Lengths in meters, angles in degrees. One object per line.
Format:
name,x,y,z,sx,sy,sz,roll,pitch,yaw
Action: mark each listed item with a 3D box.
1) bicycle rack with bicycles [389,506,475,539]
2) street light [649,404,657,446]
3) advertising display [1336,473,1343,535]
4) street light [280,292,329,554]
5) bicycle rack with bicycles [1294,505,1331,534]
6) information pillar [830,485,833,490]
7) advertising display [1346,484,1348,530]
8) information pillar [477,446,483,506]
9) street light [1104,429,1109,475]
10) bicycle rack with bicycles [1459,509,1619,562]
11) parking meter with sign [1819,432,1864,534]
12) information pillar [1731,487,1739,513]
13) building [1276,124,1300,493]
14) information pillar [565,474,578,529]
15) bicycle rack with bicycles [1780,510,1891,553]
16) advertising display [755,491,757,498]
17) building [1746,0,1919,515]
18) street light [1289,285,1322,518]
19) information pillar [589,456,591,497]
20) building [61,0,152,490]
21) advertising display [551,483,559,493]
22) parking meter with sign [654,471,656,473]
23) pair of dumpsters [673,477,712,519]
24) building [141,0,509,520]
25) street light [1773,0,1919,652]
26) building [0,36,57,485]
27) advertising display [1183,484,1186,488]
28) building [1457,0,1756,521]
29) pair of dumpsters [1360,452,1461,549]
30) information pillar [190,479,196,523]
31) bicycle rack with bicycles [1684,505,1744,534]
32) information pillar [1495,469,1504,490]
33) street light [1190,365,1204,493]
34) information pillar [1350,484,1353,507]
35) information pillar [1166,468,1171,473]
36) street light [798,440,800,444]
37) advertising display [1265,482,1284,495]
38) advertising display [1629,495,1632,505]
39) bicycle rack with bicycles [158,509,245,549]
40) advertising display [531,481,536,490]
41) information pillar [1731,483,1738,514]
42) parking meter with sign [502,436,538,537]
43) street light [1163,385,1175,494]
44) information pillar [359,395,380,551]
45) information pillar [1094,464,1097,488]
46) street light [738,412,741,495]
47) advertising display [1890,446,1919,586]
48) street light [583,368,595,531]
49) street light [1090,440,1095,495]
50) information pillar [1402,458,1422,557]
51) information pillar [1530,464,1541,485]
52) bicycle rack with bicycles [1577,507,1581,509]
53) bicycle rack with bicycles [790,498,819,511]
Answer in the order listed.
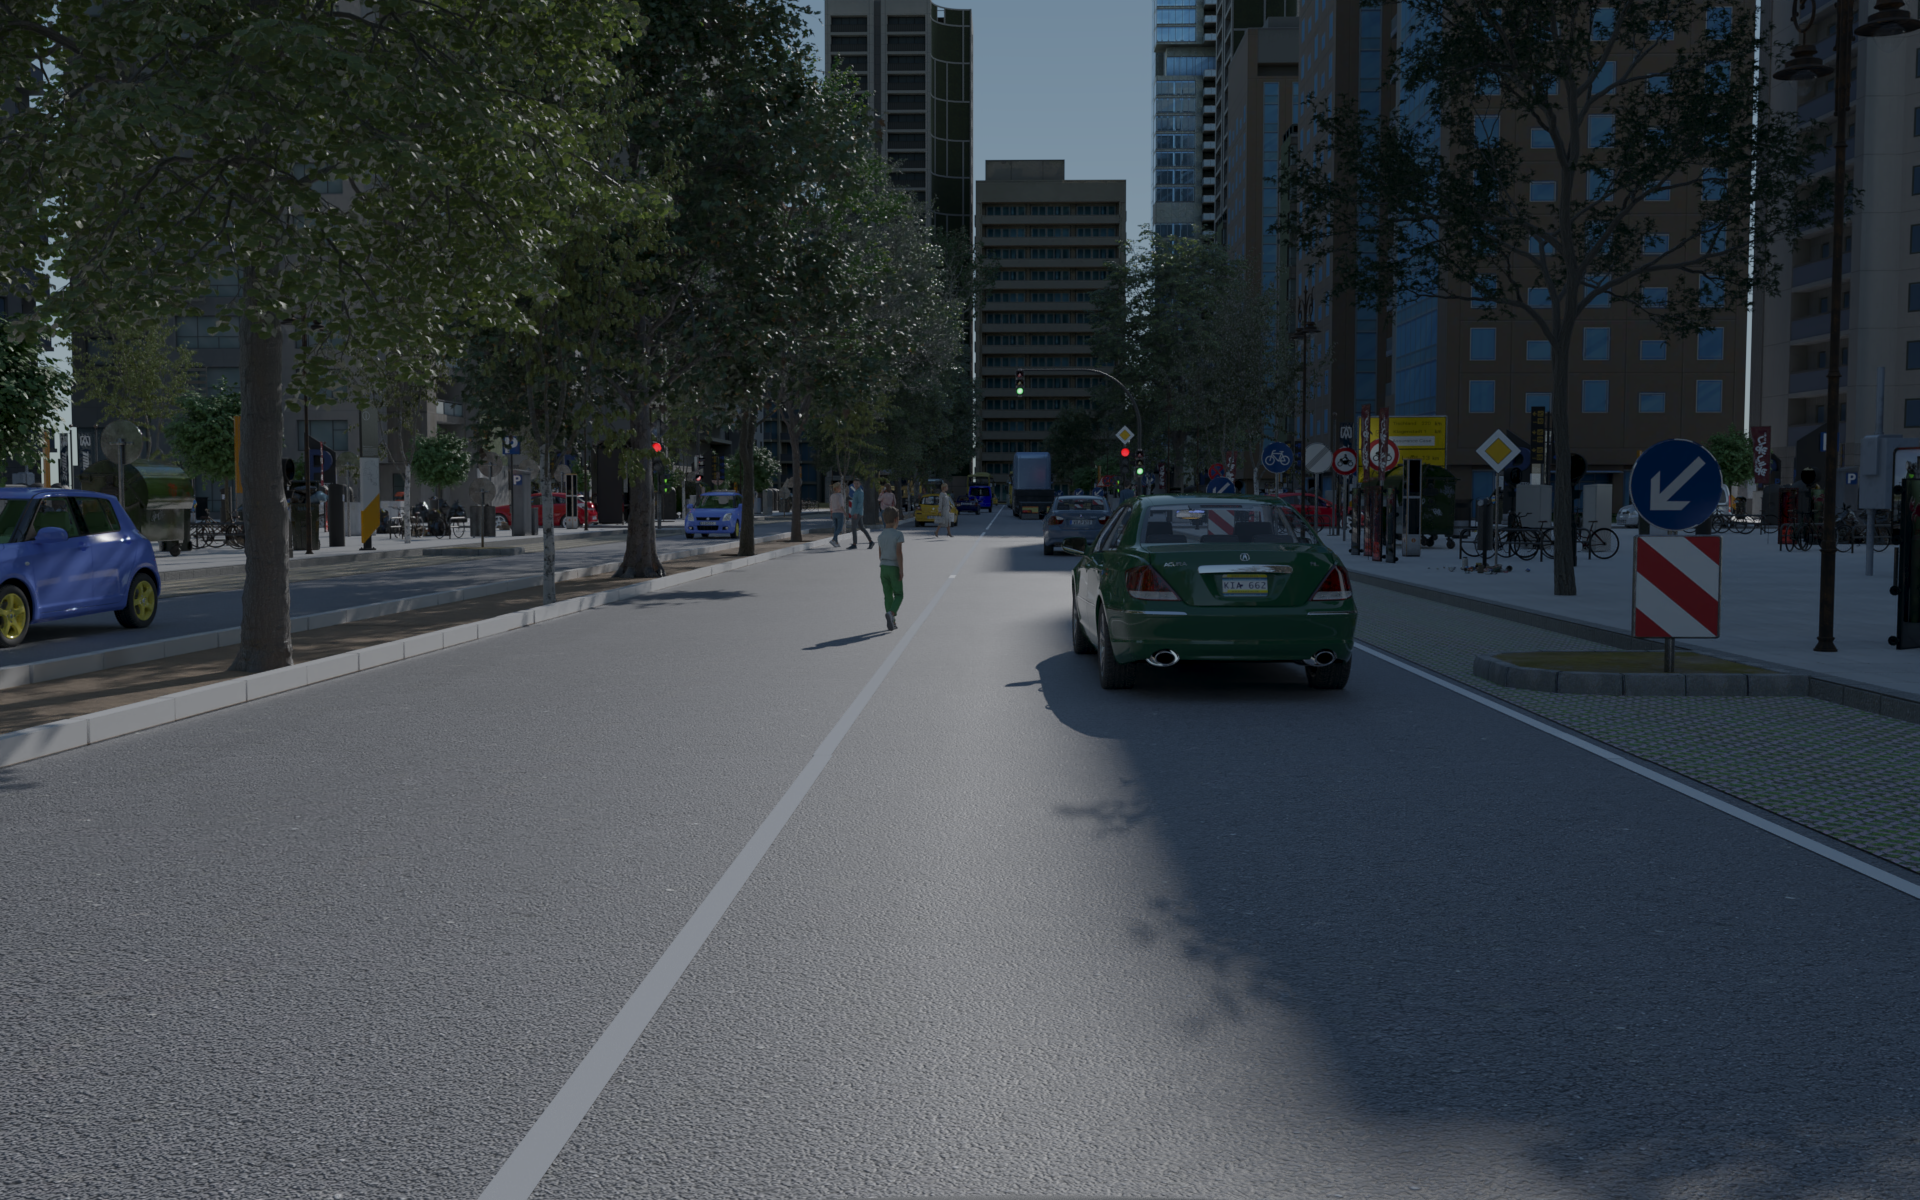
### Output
bicycle rack with bicycles,-15.403,-2.236,49.941,2.852,0.926,2.925,0,4,7
street light,-12.802,-6.054,71.765,0.468,5.910,1.993,0,4,2
advertising display,11.853,-3.000,54.261,0.123,1.923,0.974,1,4,11
street light,-13.884,-3.914,36.780,0.468,5.910,1.993,0,4,2
bicycle rack with bicycles,10.687,-2.616,56.161,2.925,0.926,2.852,0,4,-4
information pillar,-10.548,-8.449,142.627,0.304,2.012,0.304,-2,4,-28
advertising display,13.780,-3.477,62.066,0.123,1.923,0.974,0,4,4
information pillar,-15.555,-3.961,56.120,0.183,3.616,0.504,0,4,-5
street light,10.294,-9.063,120.962,0.468,5.910,1.993,0,4,2
bicycle rack with bicycles,11.096,-1.274,34.209,2.852,0.926,2.925,-3,5,-40
parking meter with sign,24.476,-3.161,47.948,0.543,3.016,1.738,0,4,-3
information pillar,50.545,-6.633,112.942,0.304,2.012,0.304,-1,4,-11
building,32.196,-22.417,138.214,14.160,30.474,14.107,0,4,2
information pillar,-14.164,-3.589,63.170,0.304,2.012,0.304,2,4,23
bicycle rack with bicycles,19.481,-1.547,38.678,2.925,0.926,2.852,-2,4,-26
advertising display,-17.115,-8.681,147.152,0.123,1.923,0.974,-3,4,-36
building,61.256,-33.746,93.745,28.212,58.520,21.231,0,4,2
street light,7.662,-4.023,38.559,0.468,5.910,1.993,0,4,2
information pillar,-22.513,-6.979,105.460,0.183,3.616,0.504,0,4,-4
building,-42.268,-32.508,120.748,28.713,52.752,27.495,0,4,2
advertising display,-22.780,-5.622,97.126,0.123,1.923,0.974,1,4,17
parking meter with sign,-26.267,-9.154,145.930,0.543,3.016,1.738,0,4,4
pair of dumpsters,-14.332,-5.504,92.489,1.574,2.255,4.437,0,4,2
building,-33.166,-24.962,91.718,14.154,41.232,14.086,0,4,2
street light,7.065,-2.518,13.959,0.468,5.910,1.993,0,4,2
building,-67.214,-33.755,93.895,28.212,58.520,21.231,0,4,2
advertising display,18.025,-8.249,140.076,0.123,1.923,0.974,3,5,42
building,30.634,-26.833,88.835,14.200,45.320,14.600,0,4,2
pair of dumpsters,10.976,-2.438,42.356,1.574,2.255,4.437,0,4,2
information pillar,-33.811,-4.381,76.122,0.304,2.012,0.304,0,4,-7
bicycle rack with bicycles,24.830,-2.605,55.972,2.925,0.926,2.852,2,4,30
information pillar,24.853,-5.403,79.694,0.183,3.616,0.504,-3,5,-42
street light,8.568,-5.480,62.381,0.468,5.910,1.993,0,4,2
information pillar,20.395,-6.011,89.640,0.504,3.616,0.183,-1,4,-17
information pillar,15.201,-8.305,127.144,0.504,3.616,0.183,-1,4,-14
street light,-11.355,-9.012,120.130,0.468,5.910,1.993,0,4,2
advertising display,16.447,-5.230,90.732,0.974,1.923,0.123,1,4,12
advertising display,27.912,-4.019,70.929,0.974,1.923,0.123,0,4,6
bicycle rack with bicycles,-17.373,-1.671,40.697,2.925,0.926,2.852,-1,4,-8
advertising display,-22.141,-5.089,88.411,0.974,1.923,0.123,0,4,2
information pillar,49.650,-7.322,111.076,0.504,3.616,0.183,0,4,-4
parking meter with sign,-13.406,-3.470,52.992,0.543,3.016,1.738,0,4,6
street light,8.833,-6.148,73.308,0.468,5.910,1.993,0,4,2
information pillar,-13.479,-2.944,39.494,0.183,3.616,0.504,2,4,30
information pillar,10.761,-8.905,136.953,0.183,3.616,0.504,2,4,29
street light,-12.170,-7.537,96.025,0.468,5.910,1.993,0,4,2
advertising display,12.982,-1.121,23.541,0.123,1.923,0.974,0,4,-1
street light,-13.158,-5.382,60.790,0.468,5.910,1.993,0,4,2
street light,11.025,-10.520,144.789,0.468,5.910,1.993,0,4,2
information pillar,9.250,-1.894,35.455,0.304,2.012,0.304,0,4,-4
information pillar,23.288,-4.819,70.145,0.504,3.616,0.183,-2,4,-26
bicycle rack with bicycles,17.418,-2.239,49.991,2.852,0.926,2.925,2,4,35
bicycle rack with bicycles,-13.048,-7.973,143.739,2.925,0.926,2.852,-2,4,-28
